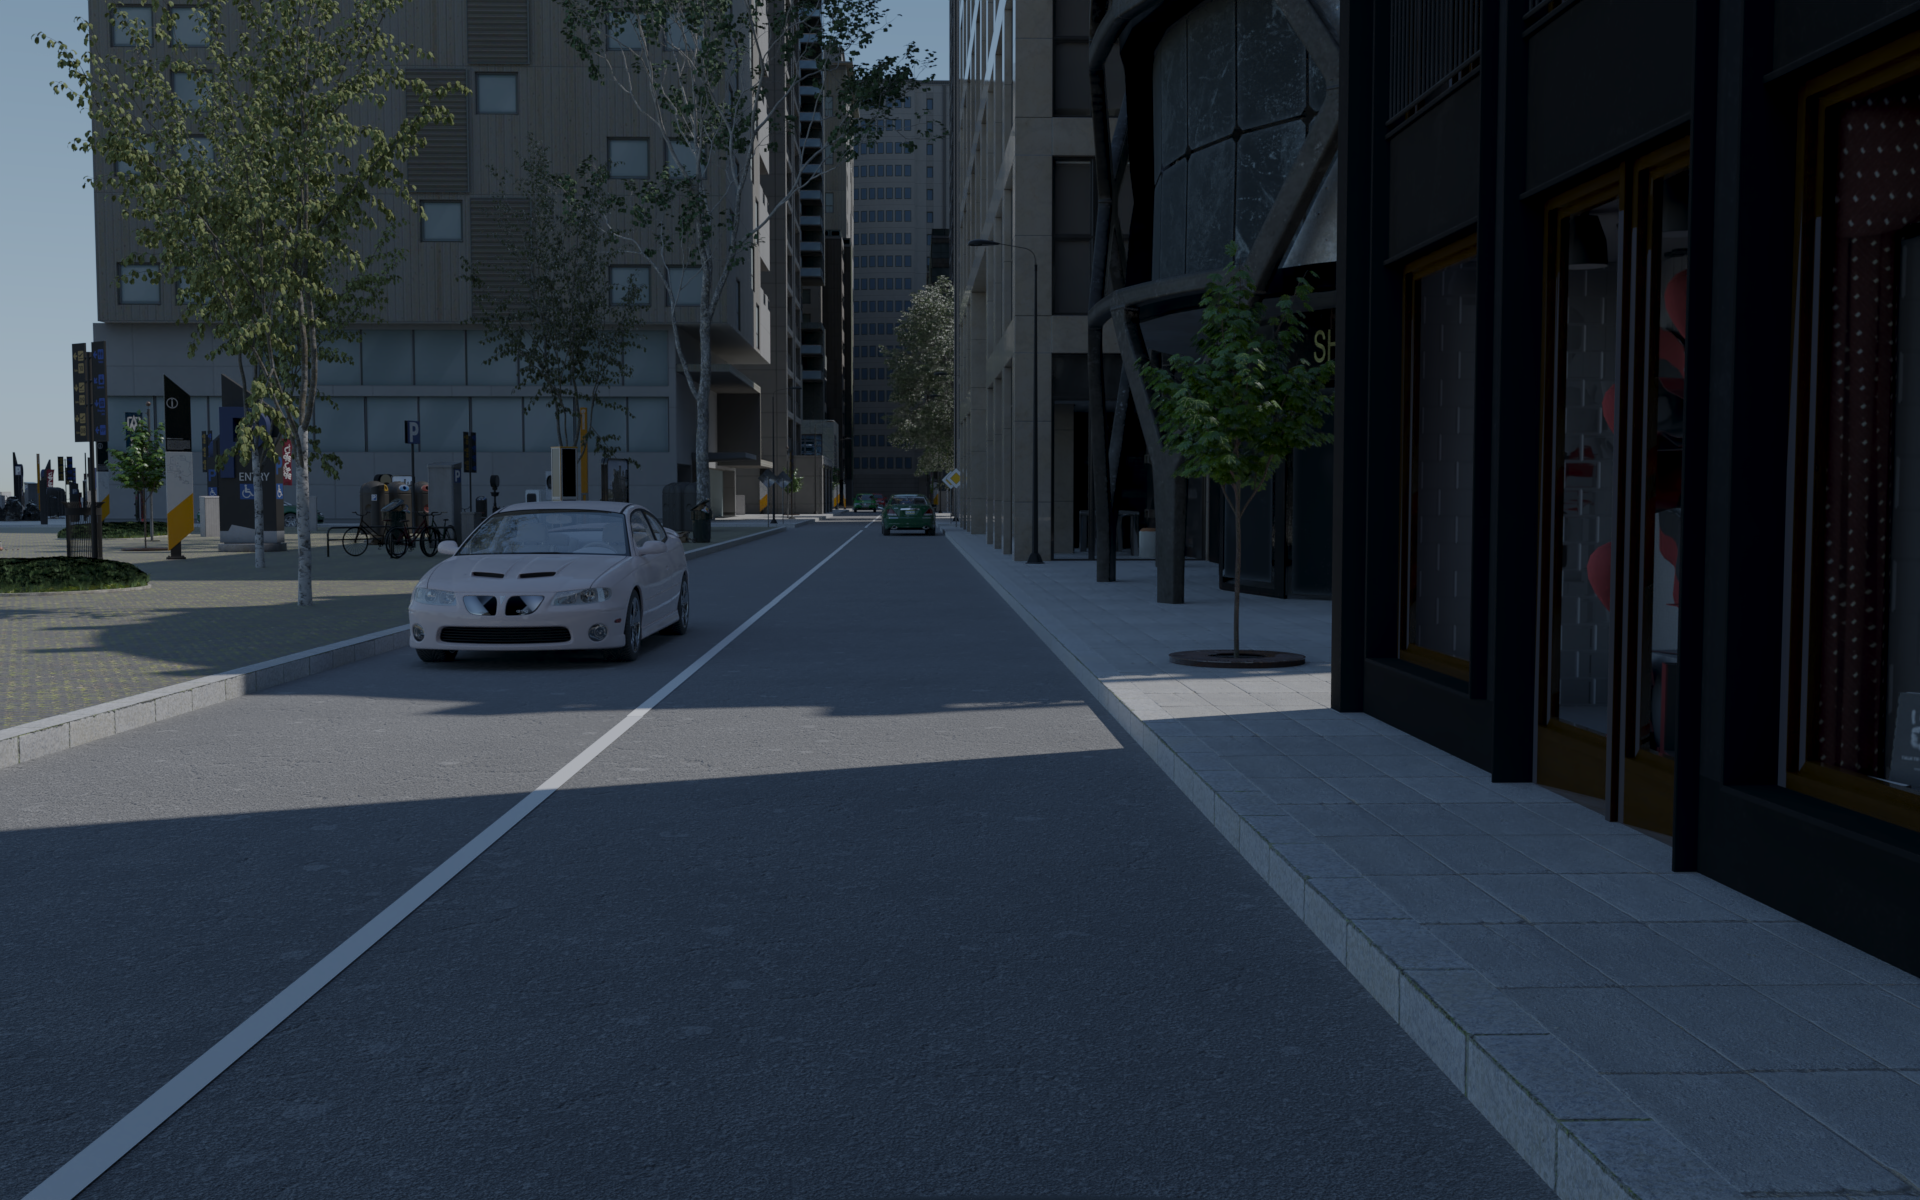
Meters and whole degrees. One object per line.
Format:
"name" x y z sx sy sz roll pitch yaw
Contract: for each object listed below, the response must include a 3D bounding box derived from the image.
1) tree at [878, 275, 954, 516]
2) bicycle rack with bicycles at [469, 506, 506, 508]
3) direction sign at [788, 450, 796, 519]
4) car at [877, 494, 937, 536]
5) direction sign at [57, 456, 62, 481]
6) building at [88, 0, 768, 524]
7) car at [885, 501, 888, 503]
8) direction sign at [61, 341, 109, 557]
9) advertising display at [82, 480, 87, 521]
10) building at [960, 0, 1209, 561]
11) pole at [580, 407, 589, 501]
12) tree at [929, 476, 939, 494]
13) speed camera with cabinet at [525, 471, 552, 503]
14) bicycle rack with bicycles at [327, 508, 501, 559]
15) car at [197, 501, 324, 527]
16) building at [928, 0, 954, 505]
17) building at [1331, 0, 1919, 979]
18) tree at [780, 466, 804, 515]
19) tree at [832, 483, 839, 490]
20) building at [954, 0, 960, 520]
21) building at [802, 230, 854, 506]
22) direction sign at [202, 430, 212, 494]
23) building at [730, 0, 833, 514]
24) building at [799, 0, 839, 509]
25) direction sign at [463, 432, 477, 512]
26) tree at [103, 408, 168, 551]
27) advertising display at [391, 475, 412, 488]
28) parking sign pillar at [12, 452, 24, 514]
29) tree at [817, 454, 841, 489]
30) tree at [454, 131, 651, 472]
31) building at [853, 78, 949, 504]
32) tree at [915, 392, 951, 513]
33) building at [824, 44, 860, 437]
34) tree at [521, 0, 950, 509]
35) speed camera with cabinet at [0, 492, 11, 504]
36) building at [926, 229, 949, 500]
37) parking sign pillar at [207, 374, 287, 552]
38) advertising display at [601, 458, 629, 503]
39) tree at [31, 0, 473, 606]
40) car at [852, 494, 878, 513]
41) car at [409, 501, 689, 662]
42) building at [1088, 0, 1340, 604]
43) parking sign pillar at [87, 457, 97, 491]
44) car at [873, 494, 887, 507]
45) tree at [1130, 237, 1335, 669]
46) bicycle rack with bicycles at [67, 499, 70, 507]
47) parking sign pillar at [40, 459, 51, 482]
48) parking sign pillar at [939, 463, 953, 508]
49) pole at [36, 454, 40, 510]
"tree" -0.177 -11.850 100.410 9.857 13.997 8.962 0 3 0
"bicycle rack with bicycles" -13.594 -2.290 50.818 2.925 0.926 2.852 2 4 25
"direction sign" -8.694 -5.966 89.543 0.379 3.537 0.876 -1 4 -16
"car" -1.834 -3.013 61.062 2.131 1.459 4.920 0 4 -4
"direction sign" -53.686 -6.850 103.987 0.876 3.537 0.379 0 4 -2
"building" -23.828 -30.390 86.116 28.713 52.752 27.495 0 4 -2
"car" -4.063 -6.302 115.620 1.945 1.354 3.894 0 4 -1
"direction sign" -12.990 -2.075 25.925 0.876 3.537 0.379 2 4 34
"advertising display" -41.751 -4.736 82.645 0.123 1.923 0.974 -2 4 -24
"building" 10.107 -14.986 49.543 19.350 26.468 34.151 0 4 -2
"pole" -8.860 -2.876 40.871 0.158 3.312 0.155 0 3 0
"tree" -2.286 -9.796 154.759 1.663 3.219 1.824 0 3 0
"speed camera with cabinet" -15.844 -4.401 66.296 2.038 3.252 0.660 3 5 42
"bicycle rack with bicycles" -11.500 -1.367 35.728 2.852 0.926 2.925 2 4 29
"car" -28.544 -3.608 70.794 4.920 1.459 2.131 0 4 -3
"building" 7.176 -44.862 171.749 20.563 71.187 20.611 0 4 -2
"building" 8.613 -10.538 1.976 12.332 23.373 15.834 0 4 -2
"tree" -10.159 -6.742 104.826 1.663 3.219 1.824 0 3 0
"tree" -11.270 -9.253 145.882 1.663 3.219 1.824 0 3 0
"building" 14.038 -33.046 82.307 28.212 58.520 21.231 0 4 -2
"building" -18.835 -25.426 187.417 14.160 30.474 14.107 0 4 -2
"direction sign" -26.907 -4.280 61.980 0.379 3.537 0.876 -3 5 -45
"building" -19.236 -41.557 117.703 20.563 71.187 20.611 0 4 -2
"building" -22.584 -52.012 163.068 22.319 86.520 31.000 0 4 -2
"direction sign" -17.885 -4.359 63.261 0.379 3.537 0.876 1 4 14
"tree" -18.582 -2.734 39.302 1.663 3.219 1.824 0 3 0
"advertising display" -18.940 -3.287 58.960 0.974 1.923 0.123 2 4 26
"parking sign pillar" -60.654 -7.530 111.580 1.447 3.967 1.447 -1 4 -21
"tree" -11.340 -9.449 138.207 4.285 4.588 4.351 0 3 0
"tree" -8.077 -5.198 35.356 4.360 8.622 3.978 0 3 0
"building" -8.355 -42.881 243.104 28.212 58.520 21.231 0 4 -2
"tree" -1.134 -10.375 119.997 4.360 8.622 3.978 0 3 0
"building" -26.235 -37.968 210.016 27.495 52.752 28.713 0 4 -2
"tree" -6.660 -11.915 50.699 12.611 20.169 13.585 0 3 0
"speed camera with cabinet" -65.739 -7.578 118.236 0.660 3.252 2.038 1 4 11
"building" 3.772 -25.598 190.222 14.160 30.474 14.107 0 4 -2
"parking sign pillar" -15.869 -3.074 38.739 1.447 3.967 1.447 0 4 2
"advertising display" -6.199 -1.588 31.176 0.123 1.923 0.974 1 4 12
"tree" -7.781 -4.238 19.649 4.737 8.622 4.395 0 3 0
"car" -7.417 -7.734 135.240 1.959 1.807 4.718 0 4 -3
"car" -3.709 -0.241 16.305 2.083 1.381 4.827 0 4 0
"building" 10.128 -9.578 24.050 16.820 18.784 16.811 0 4 -2
"parking sign pillar" -63.642 -8.486 127.216 1.447 3.967 1.447 -1 4 -12
"car" -8.177 -9.713 167.847 2.155 1.783 4.494 0 4 -4
"tree" 2.026 -1.140 13.241 1.663 3.219 1.824 0 3 0
"bicycle rack with bicycles" -66.269 -7.145 130.196 2.852 0.926 2.925 -1 4 -18
"parking sign pillar" -70.651 -8.895 133.911 1.447 3.967 1.447 -1 4 -12
"parking sign pillar" -1.063 -8.662 130.103 1.447 3.967 1.447 -2 4 -34
"pole" -46.383 -5.711 87.220 0.158 3.312 0.155 0 3 0
